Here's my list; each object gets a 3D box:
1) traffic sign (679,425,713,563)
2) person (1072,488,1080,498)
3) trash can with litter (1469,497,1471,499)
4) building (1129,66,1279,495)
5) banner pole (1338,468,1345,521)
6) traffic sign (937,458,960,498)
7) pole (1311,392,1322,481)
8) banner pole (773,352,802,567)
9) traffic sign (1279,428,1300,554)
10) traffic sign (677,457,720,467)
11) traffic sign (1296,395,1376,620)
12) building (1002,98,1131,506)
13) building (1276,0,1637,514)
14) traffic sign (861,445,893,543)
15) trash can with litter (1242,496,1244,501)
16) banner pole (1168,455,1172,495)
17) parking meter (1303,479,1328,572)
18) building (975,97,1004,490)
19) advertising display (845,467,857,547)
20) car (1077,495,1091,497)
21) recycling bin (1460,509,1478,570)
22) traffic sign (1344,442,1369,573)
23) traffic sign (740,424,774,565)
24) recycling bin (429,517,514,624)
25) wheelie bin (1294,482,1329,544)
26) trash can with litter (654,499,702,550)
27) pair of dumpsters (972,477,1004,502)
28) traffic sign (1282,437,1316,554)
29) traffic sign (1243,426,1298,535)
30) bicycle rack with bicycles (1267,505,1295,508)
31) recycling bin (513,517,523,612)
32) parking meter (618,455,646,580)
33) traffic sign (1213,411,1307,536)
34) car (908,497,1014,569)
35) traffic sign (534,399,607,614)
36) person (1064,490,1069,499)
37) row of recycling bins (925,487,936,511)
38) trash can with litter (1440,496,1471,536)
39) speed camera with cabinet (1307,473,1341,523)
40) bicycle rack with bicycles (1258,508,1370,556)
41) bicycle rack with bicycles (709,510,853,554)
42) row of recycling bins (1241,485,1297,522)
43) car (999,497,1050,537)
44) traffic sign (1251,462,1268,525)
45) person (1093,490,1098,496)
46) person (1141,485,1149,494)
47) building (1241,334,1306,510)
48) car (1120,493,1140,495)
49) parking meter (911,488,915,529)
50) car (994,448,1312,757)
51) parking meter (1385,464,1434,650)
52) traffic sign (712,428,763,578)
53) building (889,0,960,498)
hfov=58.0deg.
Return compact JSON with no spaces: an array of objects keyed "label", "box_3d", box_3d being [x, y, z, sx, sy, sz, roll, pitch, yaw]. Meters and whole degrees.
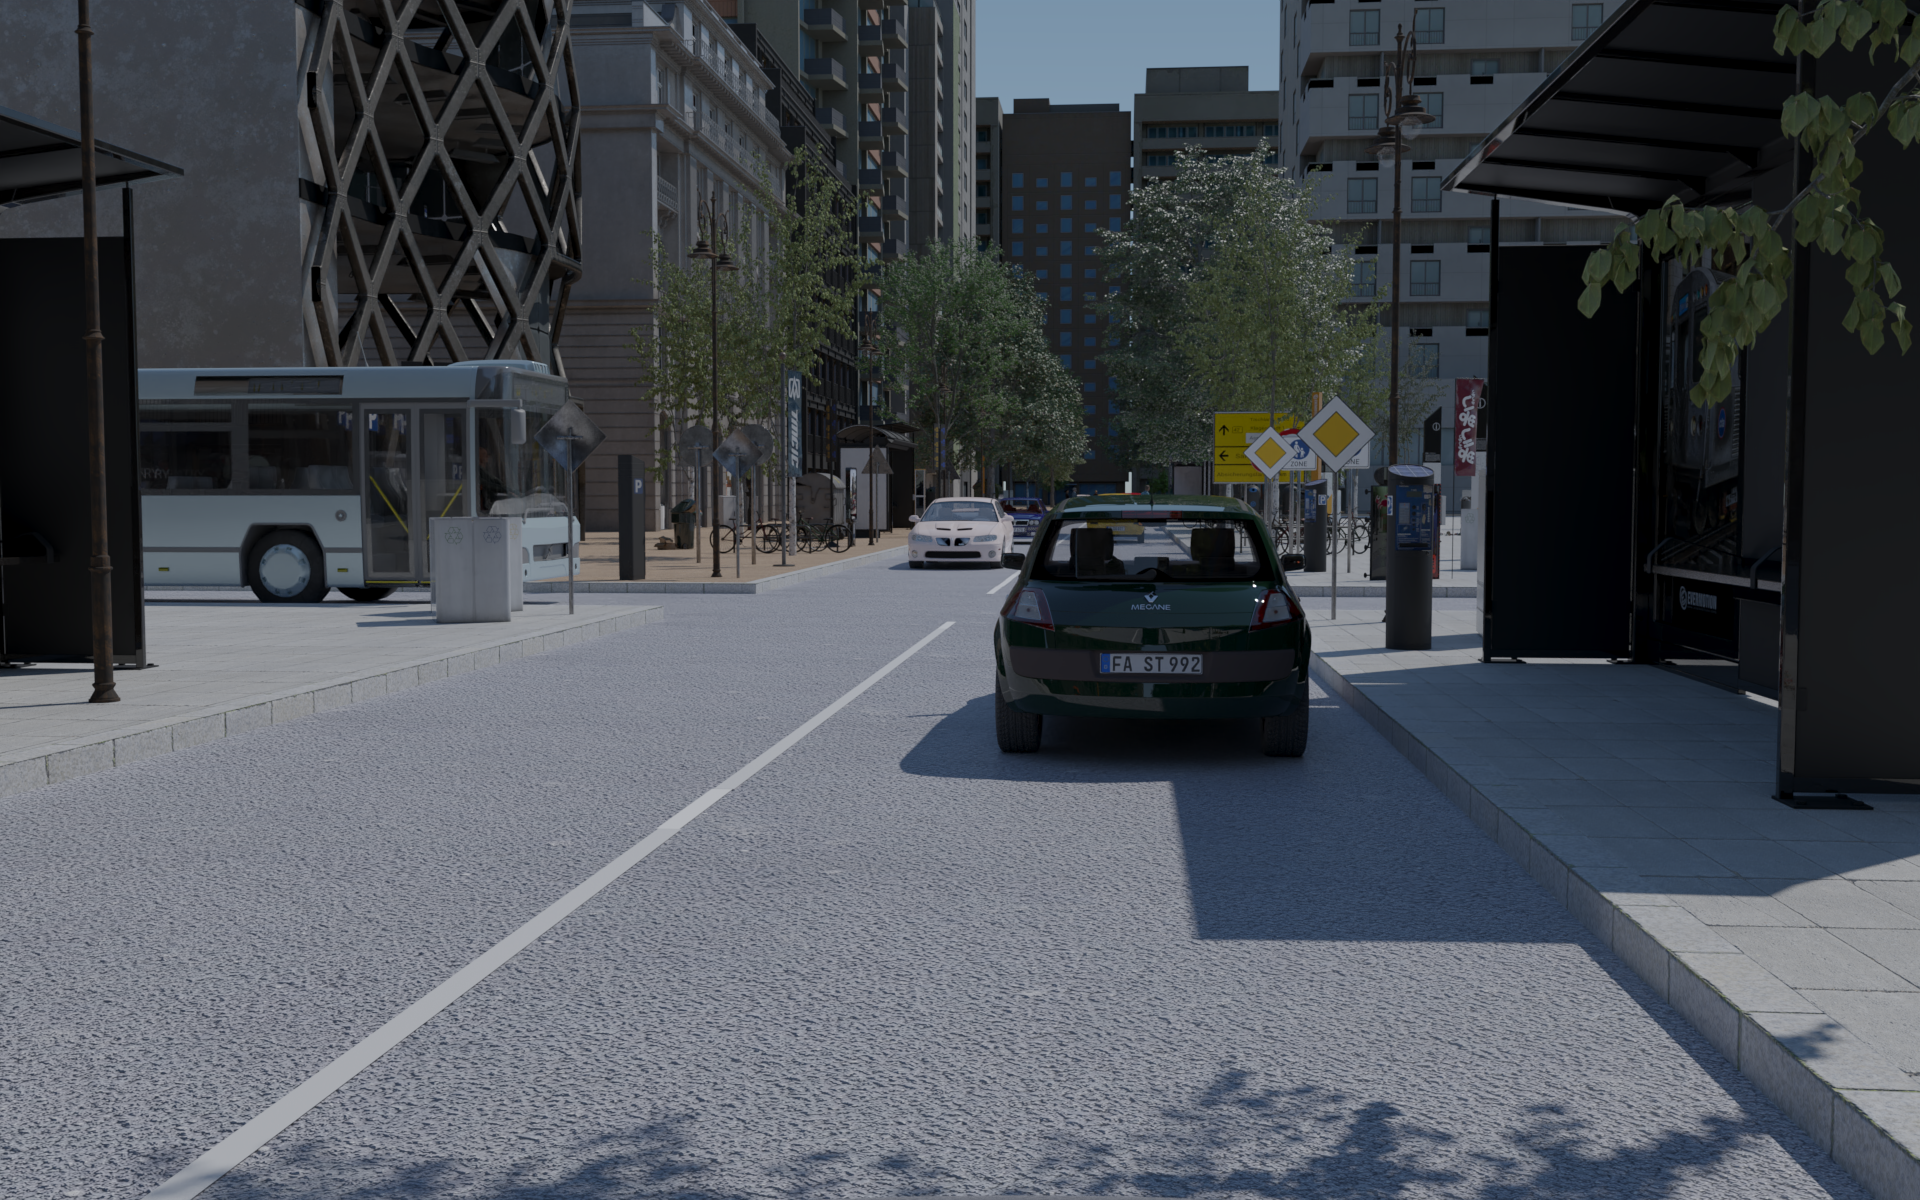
[{"label":"traffic sign","box_3d":[-4.868,-1.961,32.174,0.768,2.556,0.104,1,4,11]},{"label":"person","box_3d":[6.654,-5.546,99.349,0.590,1.801,0.661,1,4,11]},{"label":"trash can with litter","box_3d":[28.136,-5.077,94.388,1.055,1.170,0.624,-3,5,-40]},{"label":"building","box_3d":[30.503,-35.260,200.196,21.600,48.544,21.300,0,4,5]},{"label":"banner pole","box_3d":[18.218,-5.683,82.927,0.401,3.779,0.863,3,5,44]},{"label":"traffic sign","box_3d":[-0.412,-3.858,63.076,0.884,2.594,0.081,1,4,14]},{"label":"pole","box_3d":[7.155,-2.505,34.794,0.158,3.312,0.155,0,3,0]},{"label":"banner pole","box_3d":[-3.025,-2.498,30.860,0.401,3.779,0.863,2,4,26]},{"label":"traffic sign","box_3d":[6.435,-2.049,33.611,0.768,2.556,0.104,0,4,7]},{"label":"traffic sign","box_3d":[-5.082,-2.055,33.609,0.884,2.594,0.081,1,4,14]},{"label":"traffic sign","box_3d":[3.815,-0.856,17.636,0.795,2.450,0.064,0,4,5]},{"label":"building","box_3d":[12.404,-33.575,199.062,14.200,45.320,14.600,0,4,5]},{"label":"building","box_3d":[37.235,-32.629,122.718,28.713,52.752,27.495,0,4,5]},{"label":"traffic sign","box_3d":[-2.186,-2.791,45.638,0.884,2.594,0.081,1,4,15]},{"label":"trash can with litter","box_3d":[13.741,-4.489,84.781,0.624,1.170,1.055,1,4,12]},{"label":"banner pole","box_3d":[11.085,-6.197,91.334,0.401,3.779,0.863,0,4,-8]},{"label":"parking meter","box_3d":[5.860,-1.232,28.551,0.372,1.533,0.369,0,3,0]},{"label":"building","box_3d":[-5.201,-35.479,203.776,21.600,48.544,21.300,0,4,5]},{"label":"advertising display","box_3d":[-2.638,-2.253,42.053,0.123,1.923,0.974,0,4,6]},{"label":"car","box_3d":[9.829,-7.706,138.355,2.083,1.381,4.827,0,4,3]},{"label":"recycling bin","box_3d":[8.963,-1.028,29.363,0.722,1.027,0.722,3,5,40]},{"label":"traffic sign","box_3d":[6.325,-1.589,28.110,0.606,2.300,0.079,0,4,6]},{"label":"traffic sign","box_3d":[-3.755,-1.917,31.455,0.768,2.556,0.104,1,4,15]},{"label":"recycling bin","box_3d":[-4.961,-0.305,17.545,0.722,1.027,0.722,-1,4,-21]},{"label":"wheelie bin","box_3d":[9.086,-2.258,44.826,0.980,1.594,0.693,2,4,35]},{"label":"trash can with litter","box_3d":[-6.519,-1.750,40.001,0.624,1.170,1.055,3,4,39]},{"label":"pair of dumpsters","box_3d":[1.490,-5.618,94.342,1.574,2.255,4.437,0,4,5]},{"label":"traffic sign","box_3d":[5.914,-1.720,30.258,0.606,2.300,0.079,1,4,12]},{"label":"traffic sign","box_3d":[4.574,-1.342,25.586,0.795,2.450,0.064,0,4,5]},{"label":"bicycle rack with bicycles","box_3d":[10.092,-2.578,55.525,2.925,0.926,2.852,3,4,37]},{"label":"recycling bin","box_3d":[-5.264,-0.386,18.858,0.722,1.027,0.722,2,4,28]},{"label":"parking meter","box_3d":[-4.900,-1.234,25.880,0.255,1.863,0.399,2,4,24]},{"label":"traffic sign","box_3d":[7.350,-2.978,42.561,2.265,3.308,0.079,1,4,13]},{"label":"car","box_3d":[0.072,-1.377,34.879,2.083,1.381,4.827,0,4,5]},{"label":"traffic sign","box_3d":[-4.141,-0.903,18.414,0.795,2.450,0.064,0,4,5]},{"label":"person","box_3d":[7.290,-6.559,116.563,0.721,1.723,1.217,1,4,8]},{"label":"row of recycling bins","box_3d":[-2.516,-5.459,96.362,3.534,1.692,1.069,3,5,39]},{"label":"trash can with litter","box_3d":[15.436,-2.616,53.829,1.678,1.210,2.233,3,5,43]},{"label":"speed camera with cabinet","box_3d":[15.971,-4.995,76.009,0.660,3.252,2.038,3,5,42]},{"label":"bicycle rack with bicycles","box_3d":[7.345,-1.429,36.752,2.925,0.926,2.852,-1,4,-13]},{"label":"bicycle rack with bicycles","box_3d":[-3.711,-1.511,38.080,2.925,0.926,2.852,1,4,16]},{"label":"row of recycling bins","box_3d":[14.167,-4.545,81.420,3.534,1.692,1.069,0,4,5]},{"label":"car","box_3d":[1.750,-2.333,50.725,1.945,1.354,3.894,0,4,6]},{"label":"traffic sign","box_3d":[7.440,-2.569,42.115,0.768,2.556,0.104,1,4,14]},{"label":"person","box_3d":[12.182,-8.906,154.638,1.217,1.766,0.721,2,4,24]},{"label":"person","box_3d":[7.357,-3.673,68.897,0.444,1.785,0.601,-2,4,-31]},{"label":"building","box_3d":[39.118,-18.760,151.764,27.650,21.520,28.899,0,4,5]},{"label":"car","box_3d":[8.243,-4.587,84.031,2.155,1.783,4.494,0,4,5]},{"label":"parking meter","box_3d":[-2.011,-3.577,66.890,0.372,1.533,0.369,0,3,0]},{"label":"car","box_3d":[1.208,-0.069,10.910,2.009,1.686,4.222,0,4,6]},{"label":"parking meter","box_3d":[3.725,-0.363,14.345,0.372,1.533,0.369,0,3,0]},{"label":"traffic sign","box_3d":[-3.383,-1.390,26.363,0.795,2.450,0.064,0,4,5]},{"label":"building","box_3d":[-7.672,-27.836,138.705,14.154,41.232,14.086,0,4,5]}]
